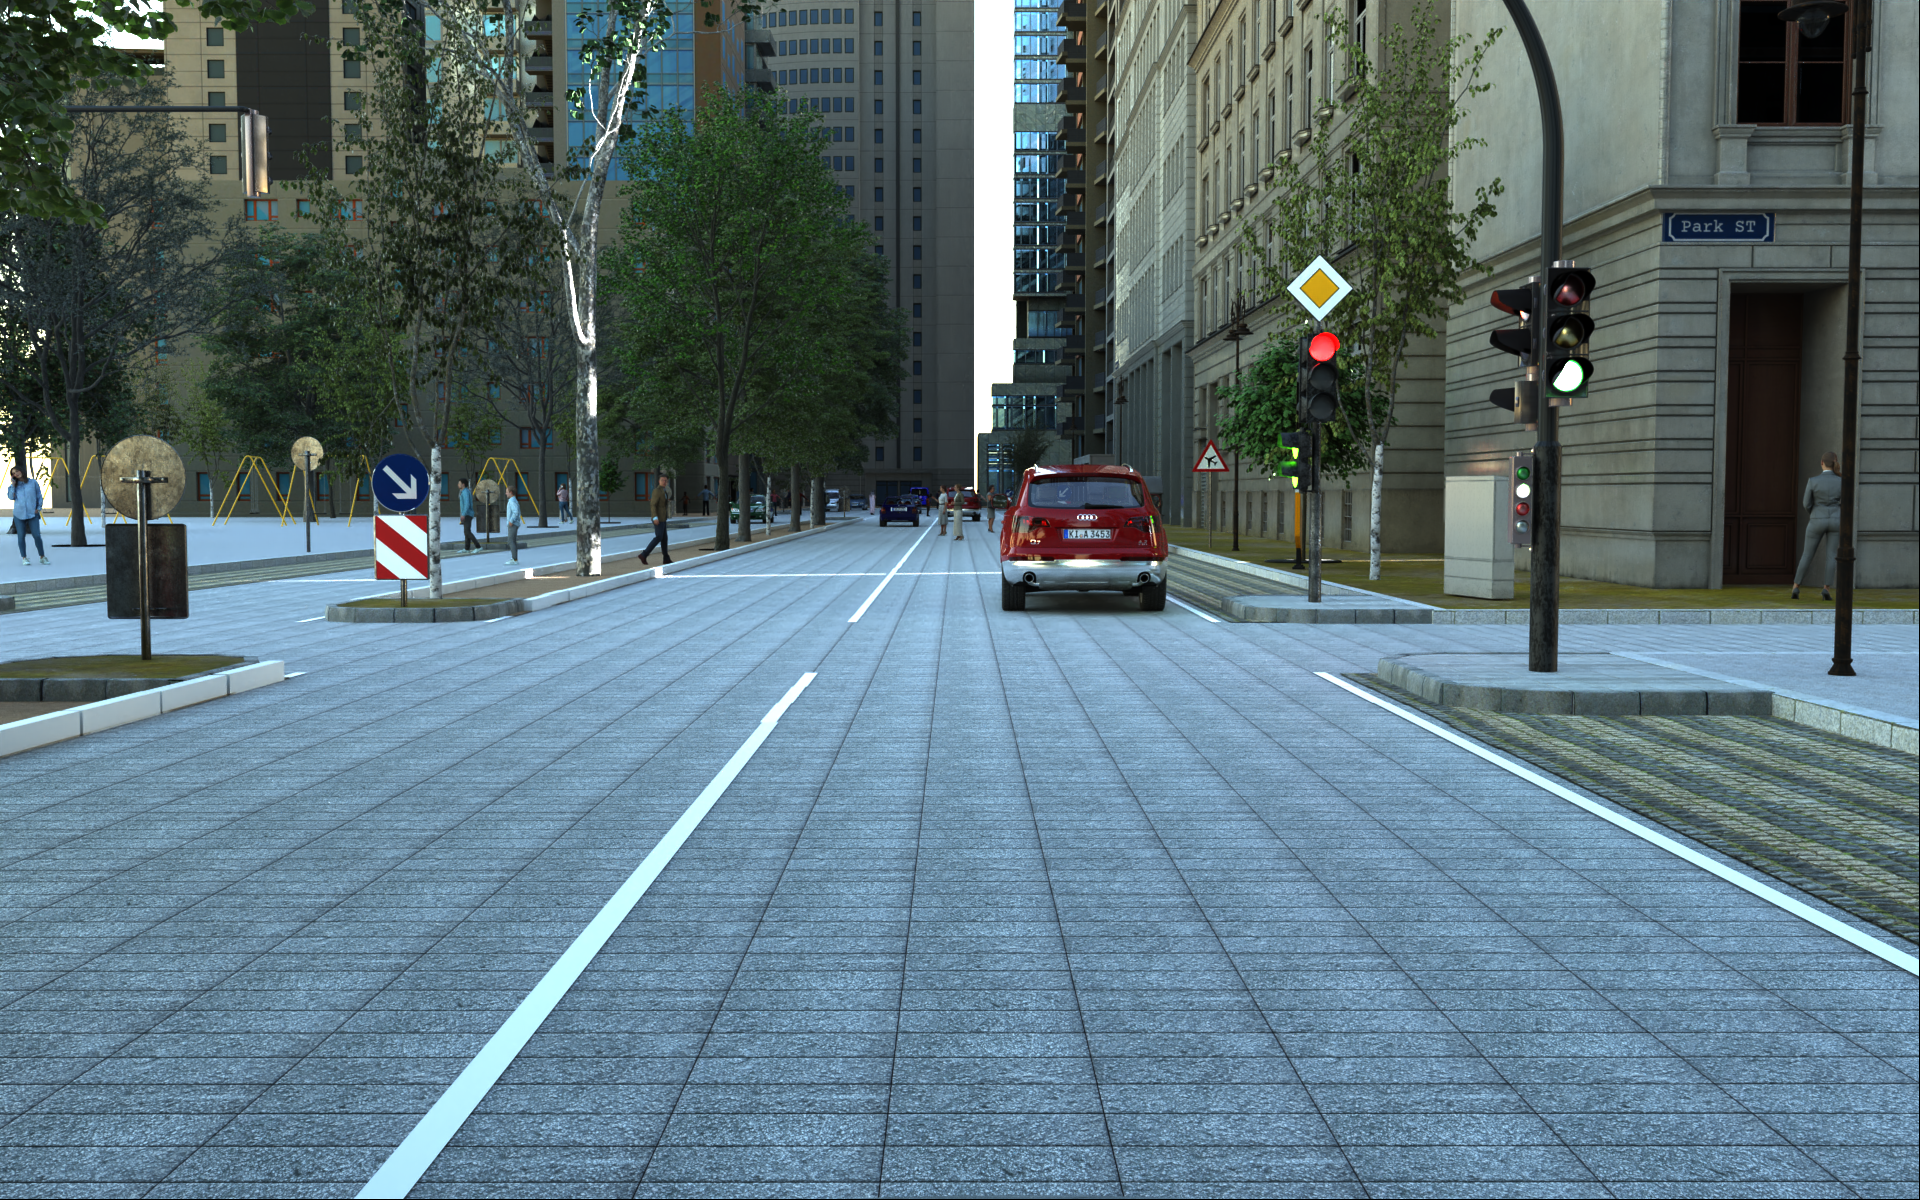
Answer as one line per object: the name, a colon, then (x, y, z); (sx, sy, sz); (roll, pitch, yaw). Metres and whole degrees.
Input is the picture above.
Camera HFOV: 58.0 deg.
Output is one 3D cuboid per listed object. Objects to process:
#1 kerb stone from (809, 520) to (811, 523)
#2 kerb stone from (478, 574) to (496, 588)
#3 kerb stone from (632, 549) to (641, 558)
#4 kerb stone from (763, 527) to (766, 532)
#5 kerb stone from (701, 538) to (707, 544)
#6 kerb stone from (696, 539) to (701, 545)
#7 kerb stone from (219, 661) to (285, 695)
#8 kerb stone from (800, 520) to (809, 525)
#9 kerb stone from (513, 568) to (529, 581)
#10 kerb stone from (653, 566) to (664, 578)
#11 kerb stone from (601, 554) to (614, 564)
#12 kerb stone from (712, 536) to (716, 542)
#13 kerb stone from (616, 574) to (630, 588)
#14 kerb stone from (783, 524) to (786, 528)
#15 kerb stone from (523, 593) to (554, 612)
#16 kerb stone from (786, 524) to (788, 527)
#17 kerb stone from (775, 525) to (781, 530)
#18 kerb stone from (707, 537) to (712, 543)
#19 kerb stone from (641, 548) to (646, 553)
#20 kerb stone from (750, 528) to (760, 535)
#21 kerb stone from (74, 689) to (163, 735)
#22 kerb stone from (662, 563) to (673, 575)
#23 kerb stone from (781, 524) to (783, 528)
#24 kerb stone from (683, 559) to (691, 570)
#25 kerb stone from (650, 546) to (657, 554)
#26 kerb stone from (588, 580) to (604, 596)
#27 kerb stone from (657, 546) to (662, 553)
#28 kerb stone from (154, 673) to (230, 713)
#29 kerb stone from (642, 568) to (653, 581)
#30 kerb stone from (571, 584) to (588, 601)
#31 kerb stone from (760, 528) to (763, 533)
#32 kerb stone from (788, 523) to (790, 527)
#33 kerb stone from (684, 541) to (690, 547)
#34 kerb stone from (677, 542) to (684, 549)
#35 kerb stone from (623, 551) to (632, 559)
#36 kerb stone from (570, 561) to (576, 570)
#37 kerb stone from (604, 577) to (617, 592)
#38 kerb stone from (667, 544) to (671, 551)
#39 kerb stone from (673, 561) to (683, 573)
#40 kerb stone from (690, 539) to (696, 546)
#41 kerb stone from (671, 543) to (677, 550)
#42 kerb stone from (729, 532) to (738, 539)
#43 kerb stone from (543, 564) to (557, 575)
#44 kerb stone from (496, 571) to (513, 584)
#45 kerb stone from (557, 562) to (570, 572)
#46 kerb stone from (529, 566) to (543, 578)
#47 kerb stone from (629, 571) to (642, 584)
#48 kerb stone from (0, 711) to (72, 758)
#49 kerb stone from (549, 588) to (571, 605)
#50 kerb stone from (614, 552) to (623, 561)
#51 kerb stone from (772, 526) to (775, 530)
kerb stone: (-7.452, -3.786, 84.097); (0.120, 0.150, 1.000); (0, 3, 0)
kerb stone: (-7.384, -0.274, 26.718); (0.120, 0.150, 1.000); (0, 3, 0)
kerb stone: (-7.399, -1.029, 39.023); (0.120, 0.150, 1.000); (0, 3, 0)
kerb stone: (-7.430, -2.596, 64.638); (0.120, 0.150, 1.000); (0, 3, 0)
kerb stone: (-7.408, -1.656, 49.270); (0.120, 0.150, 1.000); (0, 3, 0)
kerb stone: (-7.411, -1.593, 48.248); (0.120, 0.150, 1.000); (0, 3, 0)
kerb stone: (-5.264, 0.572, 12.840); (0.120, 0.150, 1.000); (0, 3, 0)
kerb stone: (-7.448, -3.723, 83.067); (0.120, 0.150, 1.000); (0, 3, 0)
kerb stone: (-7.390, -0.402, 28.771); (0.120, 0.150, 1.000); (0, 3, 0)
kerb stone: (-5.288, -0.462, 29.808); (0.120, 0.150, 1.000); (0, 3, 0)
kerb stone: (-7.399, -0.842, 35.954); (0.120, 0.150, 1.000); (0, 3, 0)
kerb stone: (-7.415, -1.781, 51.315); (0.120, 0.150, 1.000); (0, 3, 0)
kerb stone: (-5.290, -0.278, 26.741); (0.120, 0.150, 1.000); (0, 3, 0)
kerb stone: (-7.441, -3.035, 71.810); (0.120, 0.150, 1.000); (0, 3, 0)
kerb stone: (-5.274, 0.043, 21.605); (0.120, 0.150, 1.000); (0, 3, 0)
kerb stone: (-7.435, -3.097, 72.833); (0.120, 0.150, 1.000); (0, 3, 0)
kerb stone: (-7.444, -2.905, 69.766); (0.120, 0.150, 1.000); (0, 3, 0)
kerb stone: (-7.412, -1.718, 50.292); (0.120, 0.150, 1.000); (0, 3, 0)
kerb stone: (-7.400, -1.089, 40.045); (0.120, 0.150, 1.000); (0, 3, 0)
kerb stone: (-7.422, -2.467, 62.588); (0.120, 0.150, 1.000); (0, 3, 0)
kerb stone: (-5.265, 0.699, 10.773); (0.120, 0.150, 1.000); (0, 3, 0)
kerb stone: (-5.292, -0.529, 30.845); (0.120, 0.150, 1.000); (0, 3, 0)
kerb stone: (-7.439, -2.972, 70.788); (0.120, 0.150, 1.000); (0, 3, 0)
kerb stone: (-5.297, -0.654, 32.890); (0.120, 0.150, 1.000); (0, 3, 0)
kerb stone: (-7.403, -1.155, 41.075); (0.120, 0.150, 1.000); (0, 3, 0)
kerb stone: (-5.275, -0.153, 24.692); (0.120, 0.150, 1.000); (0, 3, 0)
kerb stone: (-7.402, -1.216, 42.105); (0.120, 0.150, 1.000); (0, 3, 0)
kerb stone: (-5.268, 0.639, 11.805); (0.120, 0.150, 1.000); (0, 3, 0)
kerb stone: (-5.294, -0.398, 28.786); (0.120, 0.150, 1.000); (0, 3, 0)
kerb stone: (-5.278, -0.085, 23.661); (0.120, 0.150, 1.000); (0, 3, 0)
kerb stone: (-7.428, -2.533, 63.615); (0.120, 0.150, 1.000); (0, 3, 0)
kerb stone: (-7.449, -3.158, 73.855); (0.120, 0.150, 1.000); (0, 3, 0)
kerb stone: (-7.405, -1.463, 46.200); (0.120, 0.150, 1.000); (0, 3, 0)
kerb stone: (-7.402, -1.405, 45.172); (0.120, 0.150, 1.000); (0, 3, 0)
kerb stone: (-7.408, -0.965, 38.000); (0.120, 0.150, 1.000); (0, 3, 0)
kerb stone: (-7.394, -0.647, 32.883); (0.120, 0.150, 1.000); (0, 3, 0)
kerb stone: (-5.285, -0.215, 25.719); (0.120, 0.150, 1.000); (0, 3, 0)
kerb stone: (-7.401, -1.278, 43.127); (0.120, 0.150, 1.000); (0, 3, 0)
kerb stone: (-5.292, -0.592, 31.868); (0.120, 0.150, 1.000); (0, 3, 0)
kerb stone: (-7.412, -1.531, 47.222); (0.120, 0.150, 1.000); (0, 3, 0)
kerb stone: (-7.411, -1.343, 44.149); (0.120, 0.150, 1.000); (0, 3, 0)
kerb stone: (-7.414, -2.095, 56.443); (0.120, 0.150, 1.000); (0, 3, 0)
kerb stone: (-7.394, -0.525, 30.829); (0.120, 0.150, 1.000); (0, 3, 0)
kerb stone: (-7.384, -0.337, 27.749); (0.120, 0.150, 1.000); (0, 3, 0)
kerb stone: (-7.387, -0.591, 31.855); (0.120, 0.150, 1.000); (0, 3, 0)
kerb stone: (-7.392, -0.465, 29.800); (0.120, 0.150, 1.000); (0, 3, 0)
kerb stone: (-5.287, -0.341, 27.763); (0.120, 0.150, 1.000); (0, 3, 0)
kerb stone: (-5.265, 0.761, 9.745); (0.120, 0.150, 1.000); (0, 3, 0)
kerb stone: (-5.290, -0.027, 22.639); (0.120, 0.150, 1.000); (0, 3, 0)
kerb stone: (-7.401, -0.904, 36.978); (0.120, 0.150, 1.000); (0, 3, 0)
kerb stone: (-7.439, -2.784, 67.713); (0.120, 0.150, 1.000); (0, 3, 0)
